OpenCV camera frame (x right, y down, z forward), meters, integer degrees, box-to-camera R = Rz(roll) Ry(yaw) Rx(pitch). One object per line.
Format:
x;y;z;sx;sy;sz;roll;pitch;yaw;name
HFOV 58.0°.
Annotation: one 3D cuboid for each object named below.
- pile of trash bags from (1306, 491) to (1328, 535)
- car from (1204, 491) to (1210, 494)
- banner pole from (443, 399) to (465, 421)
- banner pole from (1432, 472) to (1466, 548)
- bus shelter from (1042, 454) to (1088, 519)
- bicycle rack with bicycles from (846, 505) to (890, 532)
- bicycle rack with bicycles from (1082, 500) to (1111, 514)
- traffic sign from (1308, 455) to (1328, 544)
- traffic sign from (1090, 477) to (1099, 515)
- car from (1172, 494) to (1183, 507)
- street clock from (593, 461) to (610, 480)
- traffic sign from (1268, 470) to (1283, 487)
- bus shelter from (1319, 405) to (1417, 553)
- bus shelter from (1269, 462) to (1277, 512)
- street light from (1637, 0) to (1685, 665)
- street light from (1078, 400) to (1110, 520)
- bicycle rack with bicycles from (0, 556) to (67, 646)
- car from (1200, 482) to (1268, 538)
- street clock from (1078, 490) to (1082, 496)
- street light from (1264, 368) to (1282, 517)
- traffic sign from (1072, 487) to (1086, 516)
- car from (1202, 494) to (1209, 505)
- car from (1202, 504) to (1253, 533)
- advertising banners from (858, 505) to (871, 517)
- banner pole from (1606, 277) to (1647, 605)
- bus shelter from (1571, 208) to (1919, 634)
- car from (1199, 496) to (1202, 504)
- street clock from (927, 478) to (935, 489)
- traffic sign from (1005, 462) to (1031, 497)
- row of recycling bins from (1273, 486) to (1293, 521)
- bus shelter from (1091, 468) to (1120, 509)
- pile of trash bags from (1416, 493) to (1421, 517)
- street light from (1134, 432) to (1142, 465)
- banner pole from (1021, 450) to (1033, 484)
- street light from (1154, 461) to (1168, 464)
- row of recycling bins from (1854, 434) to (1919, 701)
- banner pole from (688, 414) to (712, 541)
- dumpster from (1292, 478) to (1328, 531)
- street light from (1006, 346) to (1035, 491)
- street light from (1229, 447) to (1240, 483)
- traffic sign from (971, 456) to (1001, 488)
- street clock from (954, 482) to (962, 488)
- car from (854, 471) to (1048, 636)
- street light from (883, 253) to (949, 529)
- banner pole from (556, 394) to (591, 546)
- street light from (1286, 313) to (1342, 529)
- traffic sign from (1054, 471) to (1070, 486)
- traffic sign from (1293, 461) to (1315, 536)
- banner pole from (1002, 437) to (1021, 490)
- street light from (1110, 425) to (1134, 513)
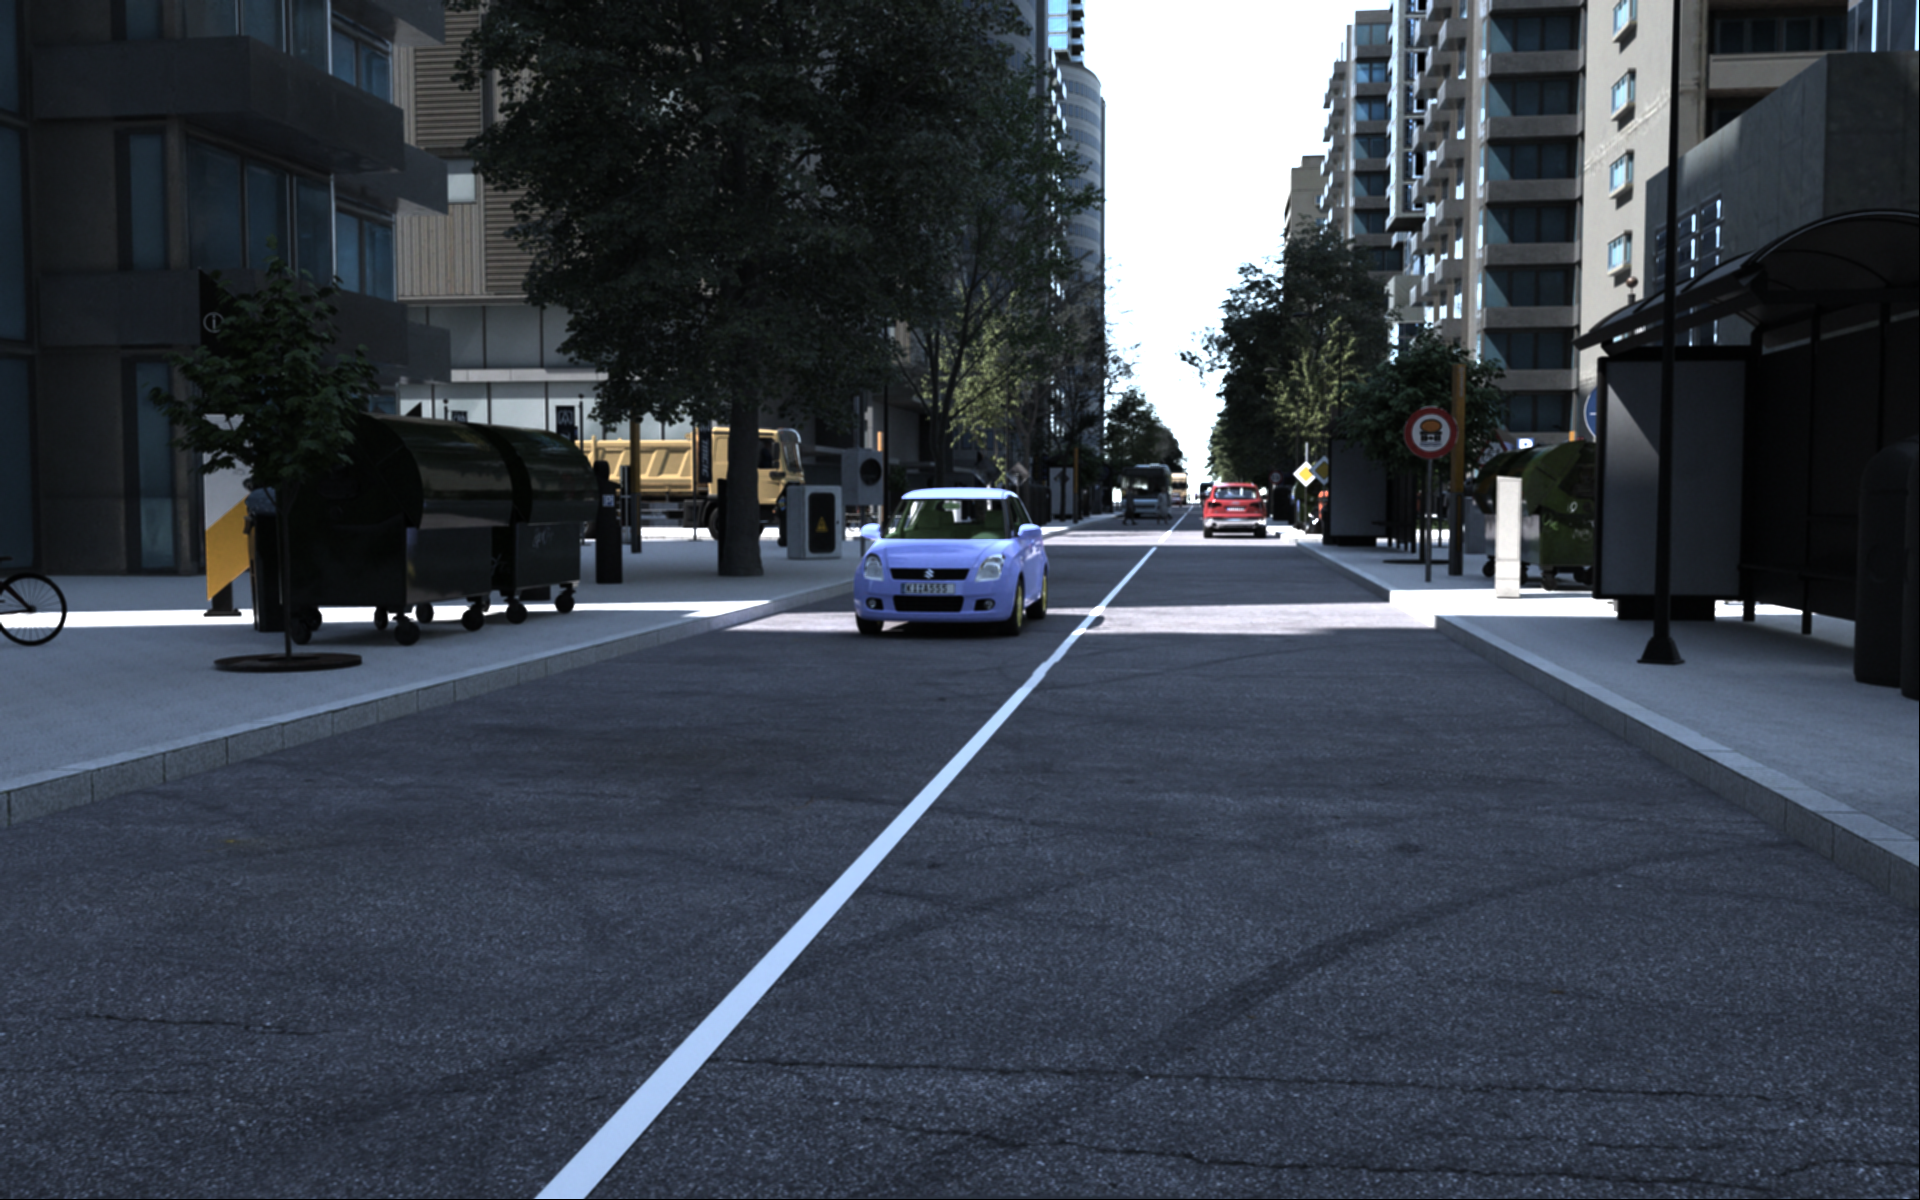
11.830;-2.758;54.846;1.912;1.369;3.447;1;4;21;pile of trash bags
28.571;-11.530;197.181;2.281;1.827;5.304;1;4;8;car
-13.345;-3.409;45.762;0.401;3.779;0.863;3;5;44;banner pole
11.777;-3.154;41.586;0.863;3.779;0.401;0;4;-6;banner pole
5.478;-5.869;89.883;2.014;3.302;5.546;0;4;8;bus shelter
-3.539;-2.771;58.685;2.925;0.926;2.852;1;4;22;bicycle rack with bicycles
8.603;-6.188;114.549;2.925;0.926;2.852;-1;4;-19;bicycle rack with bicycles
9.338;-2.497;44.465;0.795;2.450;0.064;0;4;8;traffic sign
8.047;-6.445;105.481;0.768;2.556;0.104;1;4;17;traffic sign
23.561;-11.130;191.020;2.155;1.783;4.494;0;4;7;car
-7.786;-2.021;37.622;0.358;2.002;0.471;-2;4;-31;street clock
16.873;-5.656;92.581;0.768;2.556;0.104;1;4;15;traffic sign
9.463;-2.814;39.939;2.014;3.302;5.546;1;4;8;bus shelter
19.029;-6.531;100.707;2.014;3.302;5.546;0;4;8;bus shelter
4.799;-2.479;13.081;1.470;5.913;1.316;0;4;8;street light
6.457;-6.888;85.162;1.470;5.913;1.316;0;4;8;street light
-9.080;-0.016;13.638;2.925;0.926;2.852;0;4;4;bicycle rack with bicycles
9.132;-2.999;57.709;2.281;1.827;5.304;0;4;8;car
7.589;-6.473;110.407;0.358;2.002;0.471;1;4;9;street clock
11.925;-5.596;64.037;1.470;5.913;1.316;0;4;8;street light
6.141;-6.453;99.379;2.265;3.308;0.079;1;4;15;traffic sign
27.142;-10.907;187.363;2.155;1.783;4.494;0;4;7;car
10.206;-3.292;65.822;2.014;1.417;4.499;0;4;6;car
-5.819;-6.201;97.566;2.074;3.025;0.090;3;5;40;advertising banners
7.710;-1.823;19.818;0.401;3.779;0.863;0;4;6;banner pole
6.898;-1.292;15.042;2.014;3.302;5.546;1;4;8;bus shelter
34.337;-14.202;241.238;2.155;1.783;4.494;0;4;6;car
-1.250;-4.397;76.456;0.358;2.002;0.471;2;4;30;street clock
1.797;-3.056;53.609;0.795;2.450;0.064;0;4;8;traffic sign
16.427;-4.774;85.174;1.069;1.692;3.534;3;5;39;row of recycling bins
10.256;-7.933;123.626;2.014;3.302;5.546;0;4;8;bus shelter
21.311;-4.475;82.920;1.912;1.369;3.447;-1;4;-10;pile of trash bags
12.613;-9.583;129.218;1.470;5.913;1.316;0;4;8;street light
3.809;-6.586;97.699;0.863;3.779;0.401;-2;4;-30;banner pole
24.346;-14.651;212.090;1.470;5.913;1.316;0;4;8;street light
6.319;-0.195;10.305;1.069;1.692;3.534;0;4;8;row of recycling bins
-7.101;-3.514;47.479;0.863;3.779;0.401;2;4;32;banner pole
12.356;-3.535;60.295;1.502;2.255;1.985;1;4;8;dumpster
2.018;-4.979;53.944;1.470;5.913;1.316;0;4;8;street light
22.679;-10.240;139.969;1.470;5.913;1.316;0;4;8;street light
0.682;-2.572;45.702;0.795;2.450;0.064;0;4;8;traffic sign
-0.101;-5.988;102.480;0.471;2.002;0.358;-3;5;-40;street clock
-0.034;-0.560;18.754;1.945;1.707;3.694;1;4;9;car
-0.907;-3.734;33.587;1.470;5.913;1.316;0;4;8;street light
-9.660;-3.253;43.197;0.863;3.779;0.401;0;4;-3;banner pole
9.182;-4.397;44.438;1.470;5.913;1.316;0;4;8;street light
5.033;-5.179;85.860;0.795;2.450;0.064;1;4;10;traffic sign
10.453;-2.980;52.373;0.795;2.450;0.064;0;4;8;traffic sign
2.107;-5.225;75.438;0.401;3.779;0.863;3;4;38;banner pole
10.713;-8.779;116.075;1.470;5.913;1.316;0;4;8;street light
